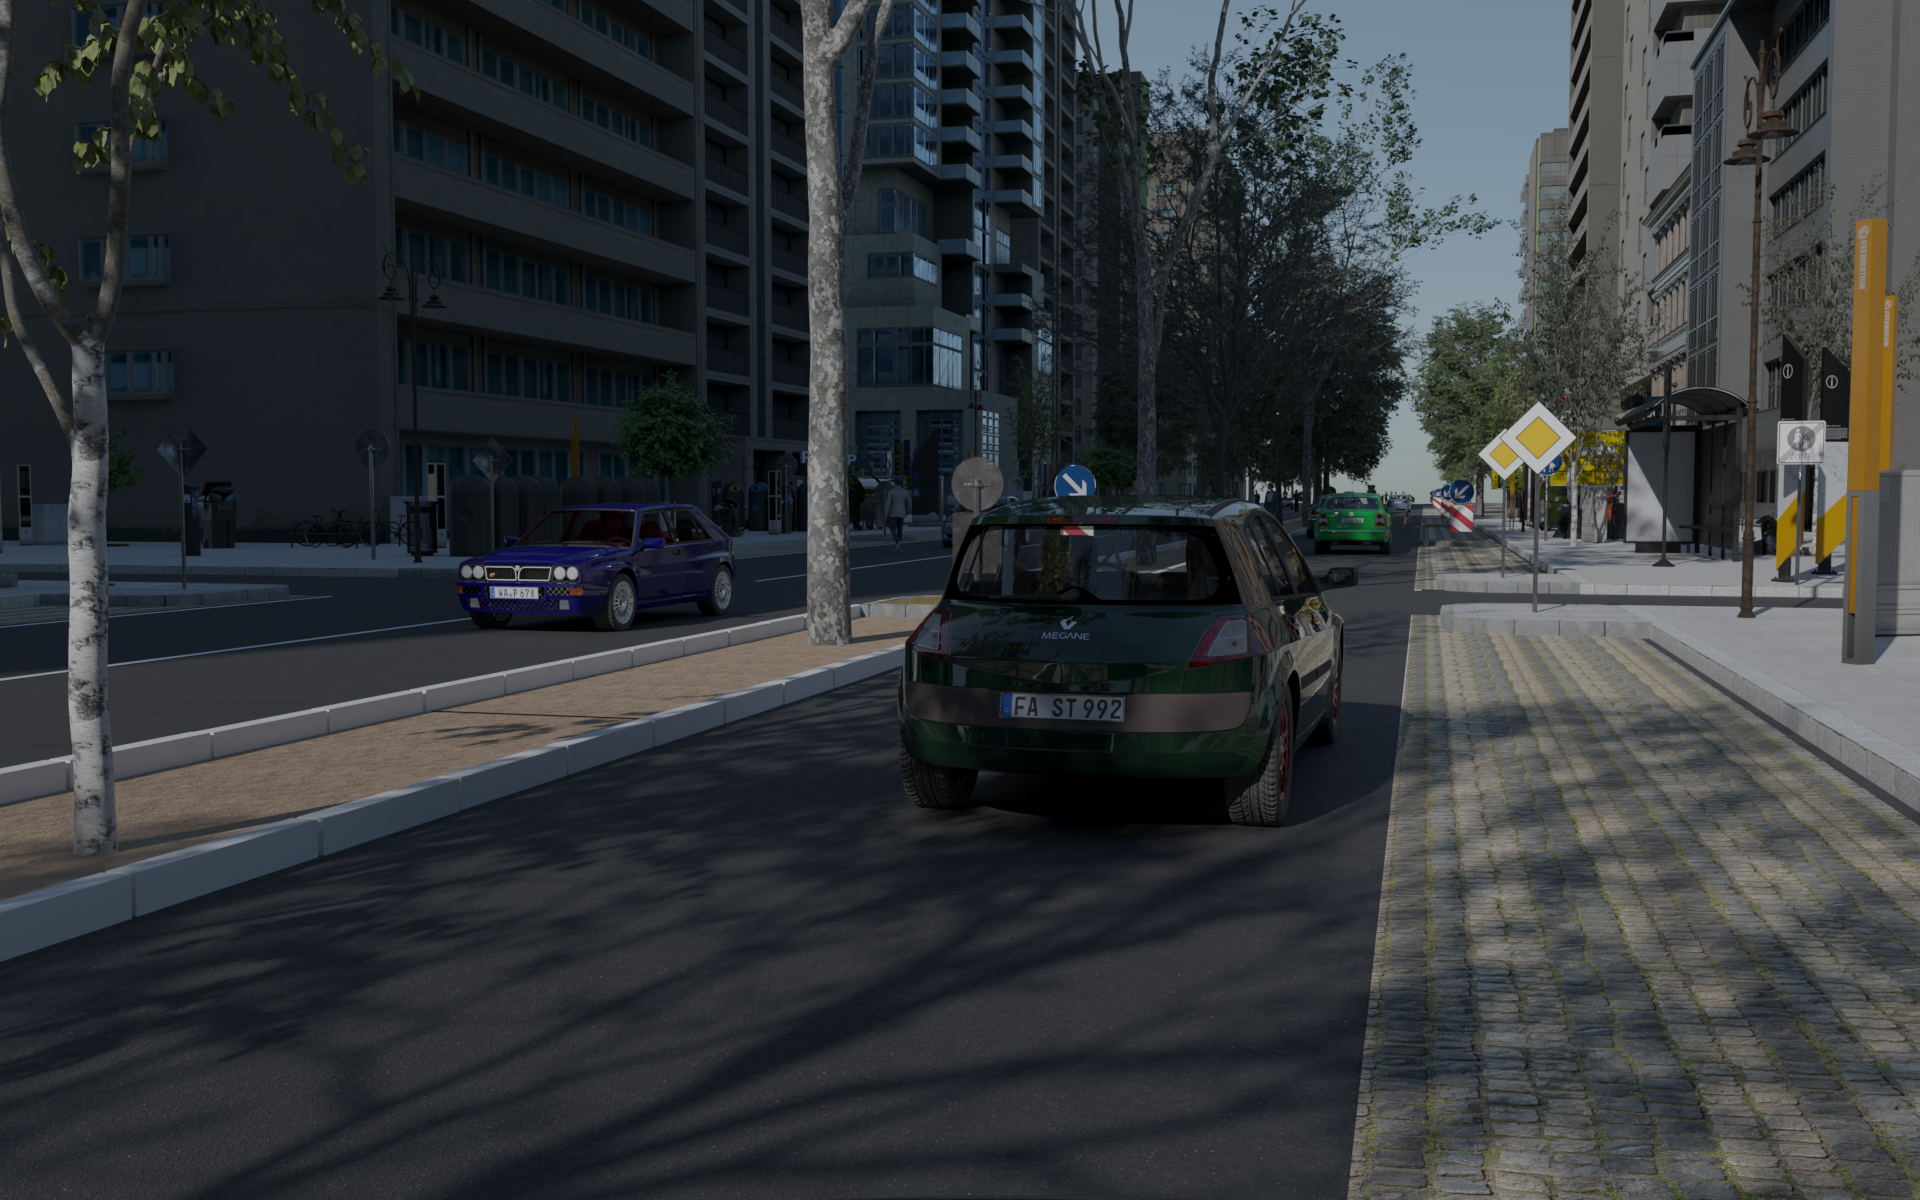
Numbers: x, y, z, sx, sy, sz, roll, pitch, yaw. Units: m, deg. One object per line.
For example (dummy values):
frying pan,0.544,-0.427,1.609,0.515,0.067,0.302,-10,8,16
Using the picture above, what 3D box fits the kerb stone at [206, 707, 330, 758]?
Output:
kerb stone,-3.955,0.760,9.843,0.120,0.150,1.000,1,4,15

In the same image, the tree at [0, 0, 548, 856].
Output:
tree,-3.415,-3.305,6.864,4.737,8.622,4.395,0,3,0

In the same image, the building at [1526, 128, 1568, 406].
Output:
building,76.707,-34.319,211.234,14.600,45.320,14.200,1,4,15

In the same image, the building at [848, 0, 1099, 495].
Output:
building,1.123,-43.382,147.554,20.563,71.187,20.611,1,4,15

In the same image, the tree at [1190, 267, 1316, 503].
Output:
tree,9.223,-6.211,54.366,4.360,8.622,3.978,0,3,0

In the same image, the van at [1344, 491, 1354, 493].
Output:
van,48.953,-12.896,217.867,2.013,2.044,4.112,1,4,13

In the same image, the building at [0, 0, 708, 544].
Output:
building,-22.426,-26.436,55.937,21.300,48.544,21.600,1,4,15

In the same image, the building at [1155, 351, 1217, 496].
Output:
building,15.998,-22.476,212.528,27.650,21.520,28.899,1,4,15

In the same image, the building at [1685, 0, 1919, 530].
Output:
building,35.471,-14.833,61.580,14.314,24.678,30.058,1,4,15

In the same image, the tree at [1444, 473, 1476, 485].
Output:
tree,47.559,-11.072,164.733,4.285,4.588,4.351,0,3,0

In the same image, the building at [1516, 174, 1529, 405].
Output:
building,86.712,-37.460,232.080,23.786,49.044,30.456,1,4,15

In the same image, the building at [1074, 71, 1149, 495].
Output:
building,9.807,-29.410,164.440,14.154,41.232,14.086,1,4,15

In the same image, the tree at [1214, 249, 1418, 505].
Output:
tree,17.820,-10.802,85.721,9.857,13.997,8.962,0,3,0

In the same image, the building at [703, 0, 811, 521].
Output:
building,-16.207,-39.474,83.659,20.563,71.187,20.611,1,4,15

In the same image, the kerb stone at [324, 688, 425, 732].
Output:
kerb stone,-3.692,0.697,10.831,0.120,0.150,1.000,1,4,15

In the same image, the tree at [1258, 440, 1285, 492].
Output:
tree,37.946,-16.036,212.550,4.737,8.622,4.395,0,3,0

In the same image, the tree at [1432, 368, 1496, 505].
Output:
tree,45.886,-14.452,154.422,7.486,12.596,7.792,0,3,0

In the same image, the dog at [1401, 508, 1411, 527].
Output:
dog,19.591,-3.636,76.291,0.800,0.831,0.513,-3,4,-36

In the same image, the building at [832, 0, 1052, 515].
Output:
building,-5.623,-49.514,122.225,22.319,86.520,31.000,1,4,15

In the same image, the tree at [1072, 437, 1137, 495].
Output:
tree,8.145,-7.140,100.450,4.285,4.588,4.351,0,3,0

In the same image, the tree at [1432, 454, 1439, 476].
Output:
tree,42.479,-11.812,143.493,4.737,8.622,4.395,0,3,0

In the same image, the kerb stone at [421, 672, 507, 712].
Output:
kerb stone,-3.421,0.634,11.827,0.120,0.150,1.000,1,4,15

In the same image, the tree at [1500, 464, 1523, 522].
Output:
tree,25.740,-5.254,80.509,1.663,3.219,1.824,0,3,0

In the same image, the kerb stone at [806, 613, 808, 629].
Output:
kerb stone,-1.550,0.210,18.757,0.120,0.150,1.000,1,4,15

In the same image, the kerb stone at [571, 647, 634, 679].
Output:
kerb stone,-2.896,0.513,13.806,0.120,0.150,1.000,1,4,15

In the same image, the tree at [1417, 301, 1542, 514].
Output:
tree,34.240,-12.650,113.487,9.857,13.997,8.962,0,3,0

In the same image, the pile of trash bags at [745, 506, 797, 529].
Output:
pile of trash bags,-6.849,-3.333,64.246,1.912,1.369,3.447,3,4,38

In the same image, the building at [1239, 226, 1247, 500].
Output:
building,34.197,-34.797,252.522,14.154,41.232,14.086,1,4,15

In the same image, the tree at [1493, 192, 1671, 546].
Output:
tree,15.027,-5.611,42.096,4.360,8.622,3.978,0,3,0

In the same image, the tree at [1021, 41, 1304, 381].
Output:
tree,6.983,-8.161,46.255,12.009,13.543,11.850,0,3,0

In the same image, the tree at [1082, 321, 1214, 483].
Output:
tree,13.061,-13.065,120.266,9.857,13.997,8.962,0,3,0

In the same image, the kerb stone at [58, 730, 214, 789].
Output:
kerb stone,-4.217,0.816,8.848,0.120,0.150,1.000,1,4,15

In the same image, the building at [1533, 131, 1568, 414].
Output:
building,72.600,-31.400,196.990,14.154,41.232,14.086,1,4,15

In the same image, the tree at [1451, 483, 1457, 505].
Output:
tree,59.563,-13.127,209.228,1.663,3.219,1.824,0,3,0

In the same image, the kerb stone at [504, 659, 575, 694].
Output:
kerb stone,-3.159,0.574,12.815,0.120,0.150,1.000,1,4,15

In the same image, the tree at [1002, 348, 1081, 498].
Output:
tree,3.965,-8.402,87.738,4.737,8.622,4.395,0,3,0

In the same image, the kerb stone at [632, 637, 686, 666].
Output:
kerb stone,-2.626,0.453,14.797,0.120,0.150,1.000,1,4,15

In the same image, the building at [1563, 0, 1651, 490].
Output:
building,59.106,-31.231,134.320,21.300,48.544,21.600,1,4,15

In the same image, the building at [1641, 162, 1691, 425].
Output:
building,40.428,-13.535,85.918,10.561,19.102,19.286,1,4,15

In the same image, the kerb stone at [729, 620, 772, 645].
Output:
kerb stone,-2.088,0.334,16.777,0.120,0.150,1.000,1,4,15

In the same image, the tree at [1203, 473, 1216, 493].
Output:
tree,22.853,-9.928,156.917,1.663,3.219,1.824,0,3,0

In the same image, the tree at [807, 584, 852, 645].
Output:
tree,-0.288,-9.565,14.742,12.611,20.169,13.585,0,3,0

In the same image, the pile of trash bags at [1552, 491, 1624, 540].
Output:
pile of trash bags,18.116,-2.424,49.381,1.912,1.369,3.447,1,4,9

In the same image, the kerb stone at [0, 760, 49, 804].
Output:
kerb stone,-4.487,0.877,7.862,0.120,0.150,1.000,1,4,15

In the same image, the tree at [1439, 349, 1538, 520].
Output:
tree,27.197,-8.349,86.875,4.737,8.622,4.395,0,3,0

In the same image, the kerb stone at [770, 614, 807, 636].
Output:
kerb stone,-1.828,0.271,17.765,0.120,0.150,1.000,1,4,15

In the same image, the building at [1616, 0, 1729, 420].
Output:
building,57.189,-31.771,108.695,28.713,52.752,27.495,1,4,15

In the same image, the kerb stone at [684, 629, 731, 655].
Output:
kerb stone,-2.361,0.395,15.788,0.120,0.150,1.000,1,4,15

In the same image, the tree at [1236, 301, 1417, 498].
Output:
tree,20.371,-10.799,96.021,9.611,12.733,9.660,0,3,0

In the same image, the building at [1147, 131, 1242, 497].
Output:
building,26.330,-37.431,235.697,21.300,48.544,21.600,1,4,15
